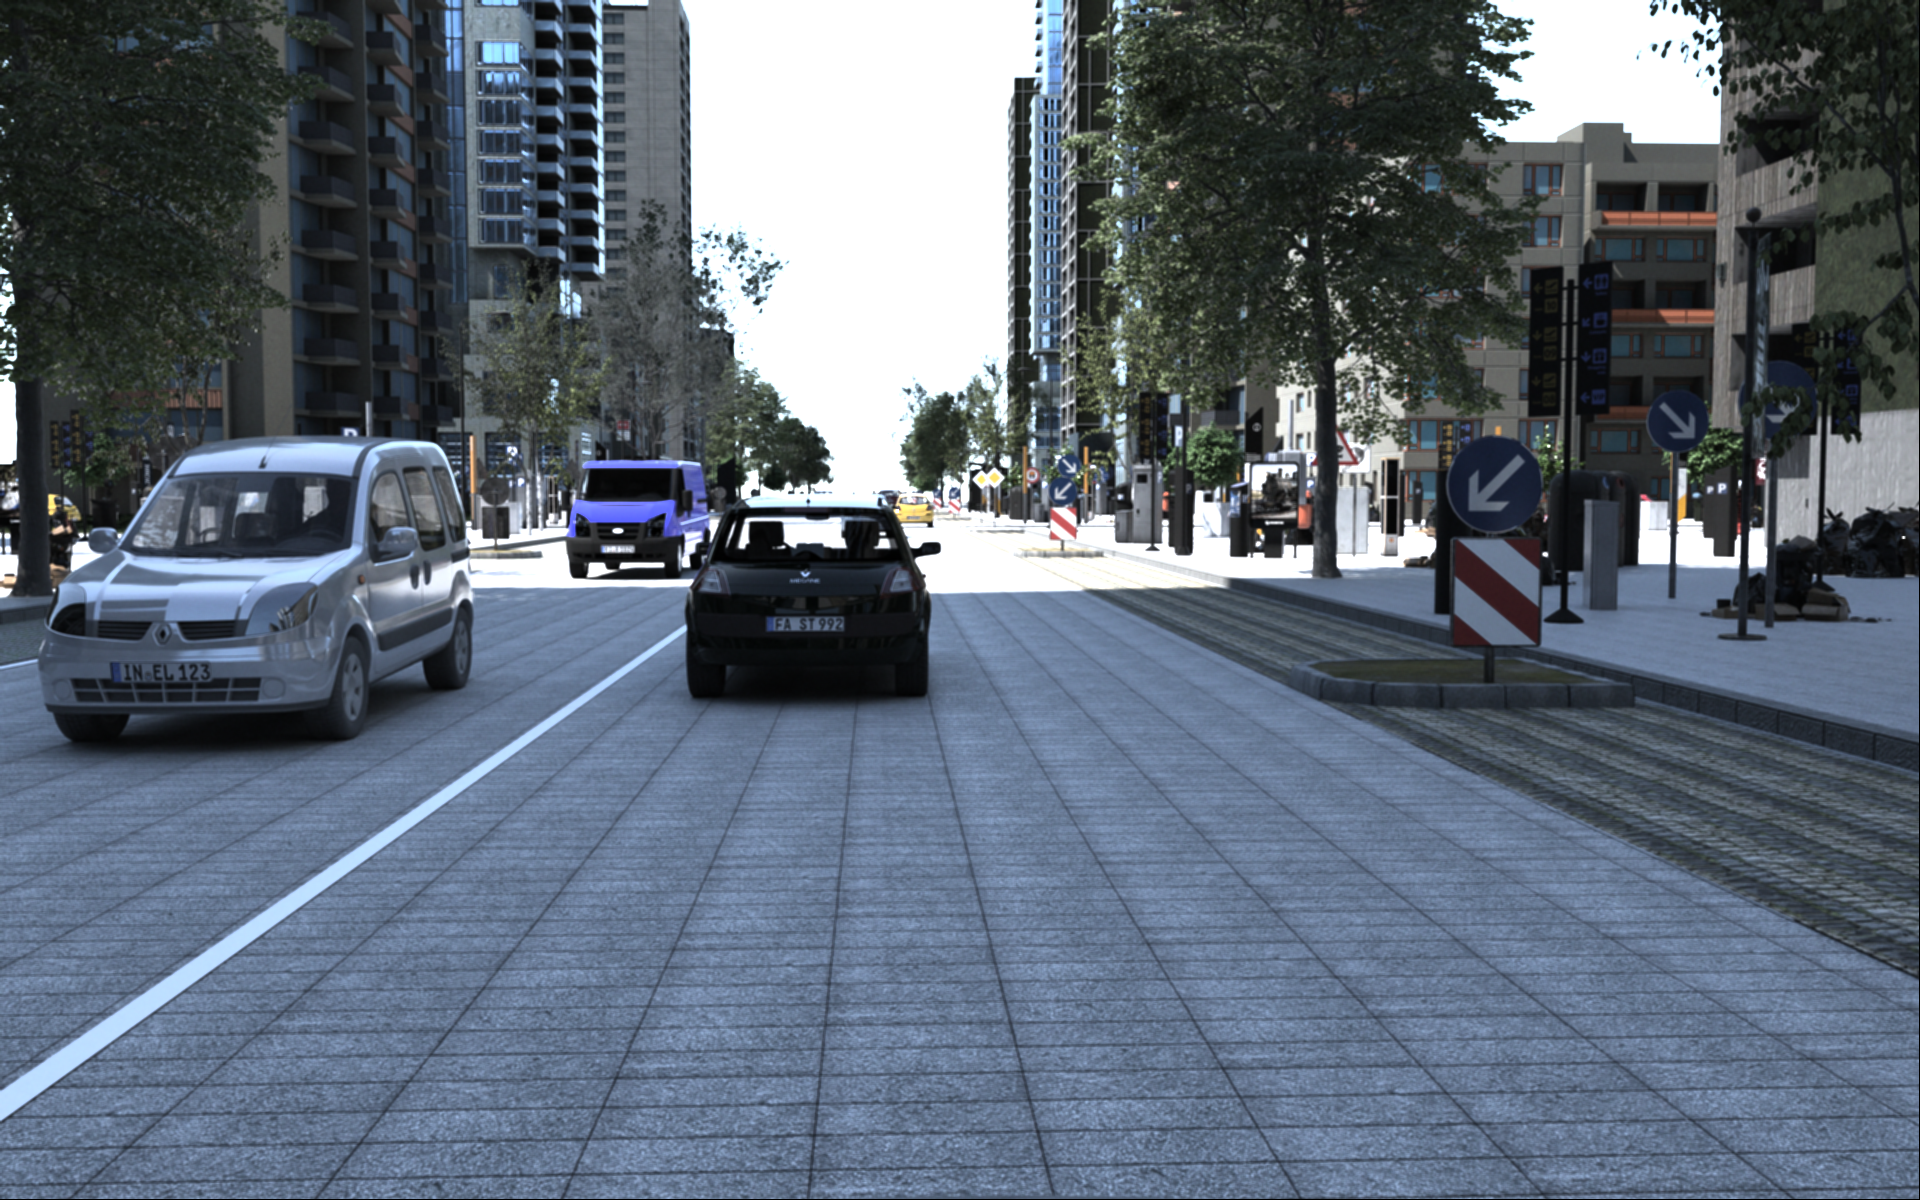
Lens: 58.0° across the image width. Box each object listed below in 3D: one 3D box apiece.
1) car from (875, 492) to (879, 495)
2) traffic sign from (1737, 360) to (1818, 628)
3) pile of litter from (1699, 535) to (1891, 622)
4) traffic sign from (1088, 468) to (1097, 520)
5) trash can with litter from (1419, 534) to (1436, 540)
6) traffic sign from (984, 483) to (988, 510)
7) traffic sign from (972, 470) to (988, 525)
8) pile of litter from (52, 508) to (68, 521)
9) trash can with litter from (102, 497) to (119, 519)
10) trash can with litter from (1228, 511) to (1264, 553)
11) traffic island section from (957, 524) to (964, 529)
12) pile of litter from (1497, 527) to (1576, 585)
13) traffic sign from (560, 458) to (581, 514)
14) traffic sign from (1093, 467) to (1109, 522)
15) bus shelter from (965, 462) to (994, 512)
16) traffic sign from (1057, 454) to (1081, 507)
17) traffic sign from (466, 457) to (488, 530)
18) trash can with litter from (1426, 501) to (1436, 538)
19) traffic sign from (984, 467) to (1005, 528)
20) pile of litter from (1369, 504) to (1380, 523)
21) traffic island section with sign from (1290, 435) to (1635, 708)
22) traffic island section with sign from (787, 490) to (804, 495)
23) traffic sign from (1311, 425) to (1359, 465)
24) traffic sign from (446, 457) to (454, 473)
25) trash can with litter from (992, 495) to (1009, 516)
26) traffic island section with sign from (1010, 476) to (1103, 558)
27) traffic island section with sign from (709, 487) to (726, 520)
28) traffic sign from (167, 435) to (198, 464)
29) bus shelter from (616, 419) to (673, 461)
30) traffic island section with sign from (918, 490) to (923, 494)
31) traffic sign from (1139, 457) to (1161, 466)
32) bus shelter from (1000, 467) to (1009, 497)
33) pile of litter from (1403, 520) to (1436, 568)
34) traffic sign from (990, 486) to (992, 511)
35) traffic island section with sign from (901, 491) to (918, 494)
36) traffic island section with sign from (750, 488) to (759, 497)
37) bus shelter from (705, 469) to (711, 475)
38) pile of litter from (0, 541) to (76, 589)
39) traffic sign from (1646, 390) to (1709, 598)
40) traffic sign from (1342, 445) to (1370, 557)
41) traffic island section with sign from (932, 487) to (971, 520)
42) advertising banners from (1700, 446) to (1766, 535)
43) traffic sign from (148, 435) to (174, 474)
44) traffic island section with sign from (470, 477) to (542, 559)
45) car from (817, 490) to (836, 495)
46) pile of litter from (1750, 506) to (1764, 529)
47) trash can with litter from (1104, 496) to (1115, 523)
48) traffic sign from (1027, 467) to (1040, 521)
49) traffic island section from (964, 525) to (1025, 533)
[{"bbox_3d":[-14.345,-17.681,297.759,2.281,1.827,5.304,0,4,-3],"label":"car"},{"bbox_3d":[7.789,-1.008,16.595,0.768,2.556,0.104,0,4,0],"label":"traffic sign"},{"bbox_3d":[8.584,-0.234,17.791,1.719,0.858,1.176,3,5,43],"label":"pile of litter"},{"bbox_3d":[6.477,-5.155,84.383,0.768,2.556,0.104,0,4,-2],"label":"traffic sign"},{"bbox_3d":[13.803,-2.271,48.185,1.678,1.210,2.233,-2,4,-31],"label":"trash can with litter"},{"bbox_3d":[1.802,-7.595,124.185,0.884,2.594,0.081,0,4,5],"label":"traffic sign"},{"bbox_3d":[0.903,-4.211,72.491,0.795,2.450,0.064,0,4,-3],"label":"traffic sign"},{"bbox_3d":[-26.878,-2.281,51.253,1.176,0.858,1.719,2,4,28],"label":"pile of litter"},{"bbox_3d":[-29.998,-3.076,61.683,1.055,1.170,0.624,-1,4,-10],"label":"trash can with litter"},{"bbox_3d":[6.429,-1.618,37.848,1.055,1.170,0.624,-1,4,-22],"label":"trash can with litter"},{"bbox_3d":[0.926,-3.076,72.569,2.009,0.180,2.903,0,4,-3],"label":"traffic island section"},{"bbox_3d":[7.870,-0.660,24.764,1.719,0.858,1.176,2,4,31],"label":"pile of litter"},{"bbox_3d":[-14.071,-3.842,62.825,0.884,2.594,0.081,0,4,-2],"label":"traffic sign"},{"bbox_3d":[6.506,-4.902,80.249,0.768,2.556,0.104,0,4,3],"label":"traffic sign"},{"bbox_3d":[1.415,-8.451,129.459,1.731,3.624,6.357,0,4,-3],"label":"bus shelter"},{"bbox_3d":[3.473,-3.365,55.127,0.768,2.556,0.104,0,4,-1],"label":"traffic sign"},{"bbox_3d":[-17.059,-3.756,61.410,0.884,2.594,0.081,0,4,2],"label":"traffic sign"},{"bbox_3d":[14.249,-2.447,51.402,0.624,1.170,1.055,3,4,36],"label":"trash can with litter"},{"bbox_3d":[1.283,-3.723,64.515,0.795,2.450,0.064,0,4,-3],"label":"traffic sign"},{"bbox_3d":[18.747,-3.946,78.479,1.176,0.858,1.719,-1,4,-19],"label":"pile of litter"},{"bbox_3d":[3.465,-0.234,12.451,1.989,1.847,2.006,0,4,-3],"label":"traffic island section with sign"},{"bbox_3d":[-16.769,-9.987,171.908,1.989,1.847,2.006,0,4,-3],"label":"traffic island section with sign"},{"bbox_3d":[6.944,-1.965,32.124,0.884,2.594,0.081,0,4,1],"label":"traffic sign"},{"bbox_3d":[-17.417,-3.558,58.284,0.768,2.556,0.104,0,4,6],"label":"traffic sign"},{"bbox_3d":[3.120,-5.643,103.312,2.233,1.210,1.678,1,4,14],"label":"trash can with litter"},{"bbox_3d":[2.169,-1.897,39.643,1.989,1.847,2.006,0,4,-3],"label":"traffic island section with sign"},{"bbox_3d":[-13.089,-5.273,94.840,1.989,1.847,2.006,0,4,-3],"label":"traffic island section with sign"},{"bbox_3d":[-16.618,-2.266,37.155,0.768,2.556,0.104,0,4,-1],"label":"traffic sign"},{"bbox_3d":[-17.528,-7.238,95.965,2.179,5.291,8.768,0,4,-3],"label":"bus shelter"},{"bbox_3d":[-1.748,-6.921,121.781,1.989,1.847,2.006,0,4,-3],"label":"traffic island section with sign"},{"bbox_3d":[6.253,-3.489,57.150,0.768,2.556,0.104,0,4,5],"label":"traffic sign"},{"bbox_3d":[3.055,-9.395,144.884,1.731,3.624,6.357,0,4,-3],"label":"bus shelter"},{"bbox_3d":[8.335,-0.997,30.261,1.176,0.858,1.719,0,4,8],"label":"pile of litter"},{"bbox_3d":[2.215,-7.614,124.591,0.768,2.556,0.104,0,4,-1],"label":"traffic sign"},{"bbox_3d":[-5.438,-11.651,199.127,1.989,1.847,2.006,0,4,-3],"label":"traffic island section with sign"},{"bbox_3d":[-14.384,-6.920,121.764,1.989,1.847,2.006,0,4,-3],"label":"traffic island section with sign"},{"bbox_3d":[-19.240,-8.038,125.337,2.014,3.302,5.546,0,4,-3],"label":"bus shelter"},{"bbox_3d":[-12.596,-0.603,23.827,1.719,0.858,1.176,2,4,32],"label":"pile of litter"},{"bbox_3d":[8.772,-1.294,21.260,0.768,2.556,0.104,0,4,0],"label":"traffic sign"},{"bbox_3d":[7.985,-2.012,35.031,0.606,2.300,0.079,0,4,0],"label":"traffic sign"},{"bbox_3d":[-0.442,-5.241,94.320,1.989,1.847,2.006,0,4,-3],"label":"traffic island section with sign"},{"bbox_3d":[24.209,-3.535,53.978,2.074,3.025,0.090,1,4,13],"label":"advertising banners"},{"bbox_3d":[-17.145,-2.278,37.355,0.768,2.556,0.104,0,4,7],"label":"traffic sign"},{"bbox_3d":[-10.420,-1.836,38.642,1.989,1.847,2.006,0,4,-3],"label":"traffic island section with sign"},{"bbox_3d":[-12.618,-9.338,161.349,2.281,1.827,5.304,0,4,-1],"label":"car"},{"bbox_3d":[29.718,-3.109,64.796,1.719,0.858,1.176,2,4,31],"label":"pile of litter"},{"bbox_3d":[7.257,-4.039,77.092,2.233,1.210,1.678,-3,5,-41],"label":"trash can with litter"},{"bbox_3d":[3.411,-5.023,82.225,0.768,2.556,0.104,0,4,-1],"label":"traffic sign"},{"bbox_3d":[1.307,-2.588,64.593,2.009,0.180,2.903,0,4,-3],"label":"traffic island section"}]
